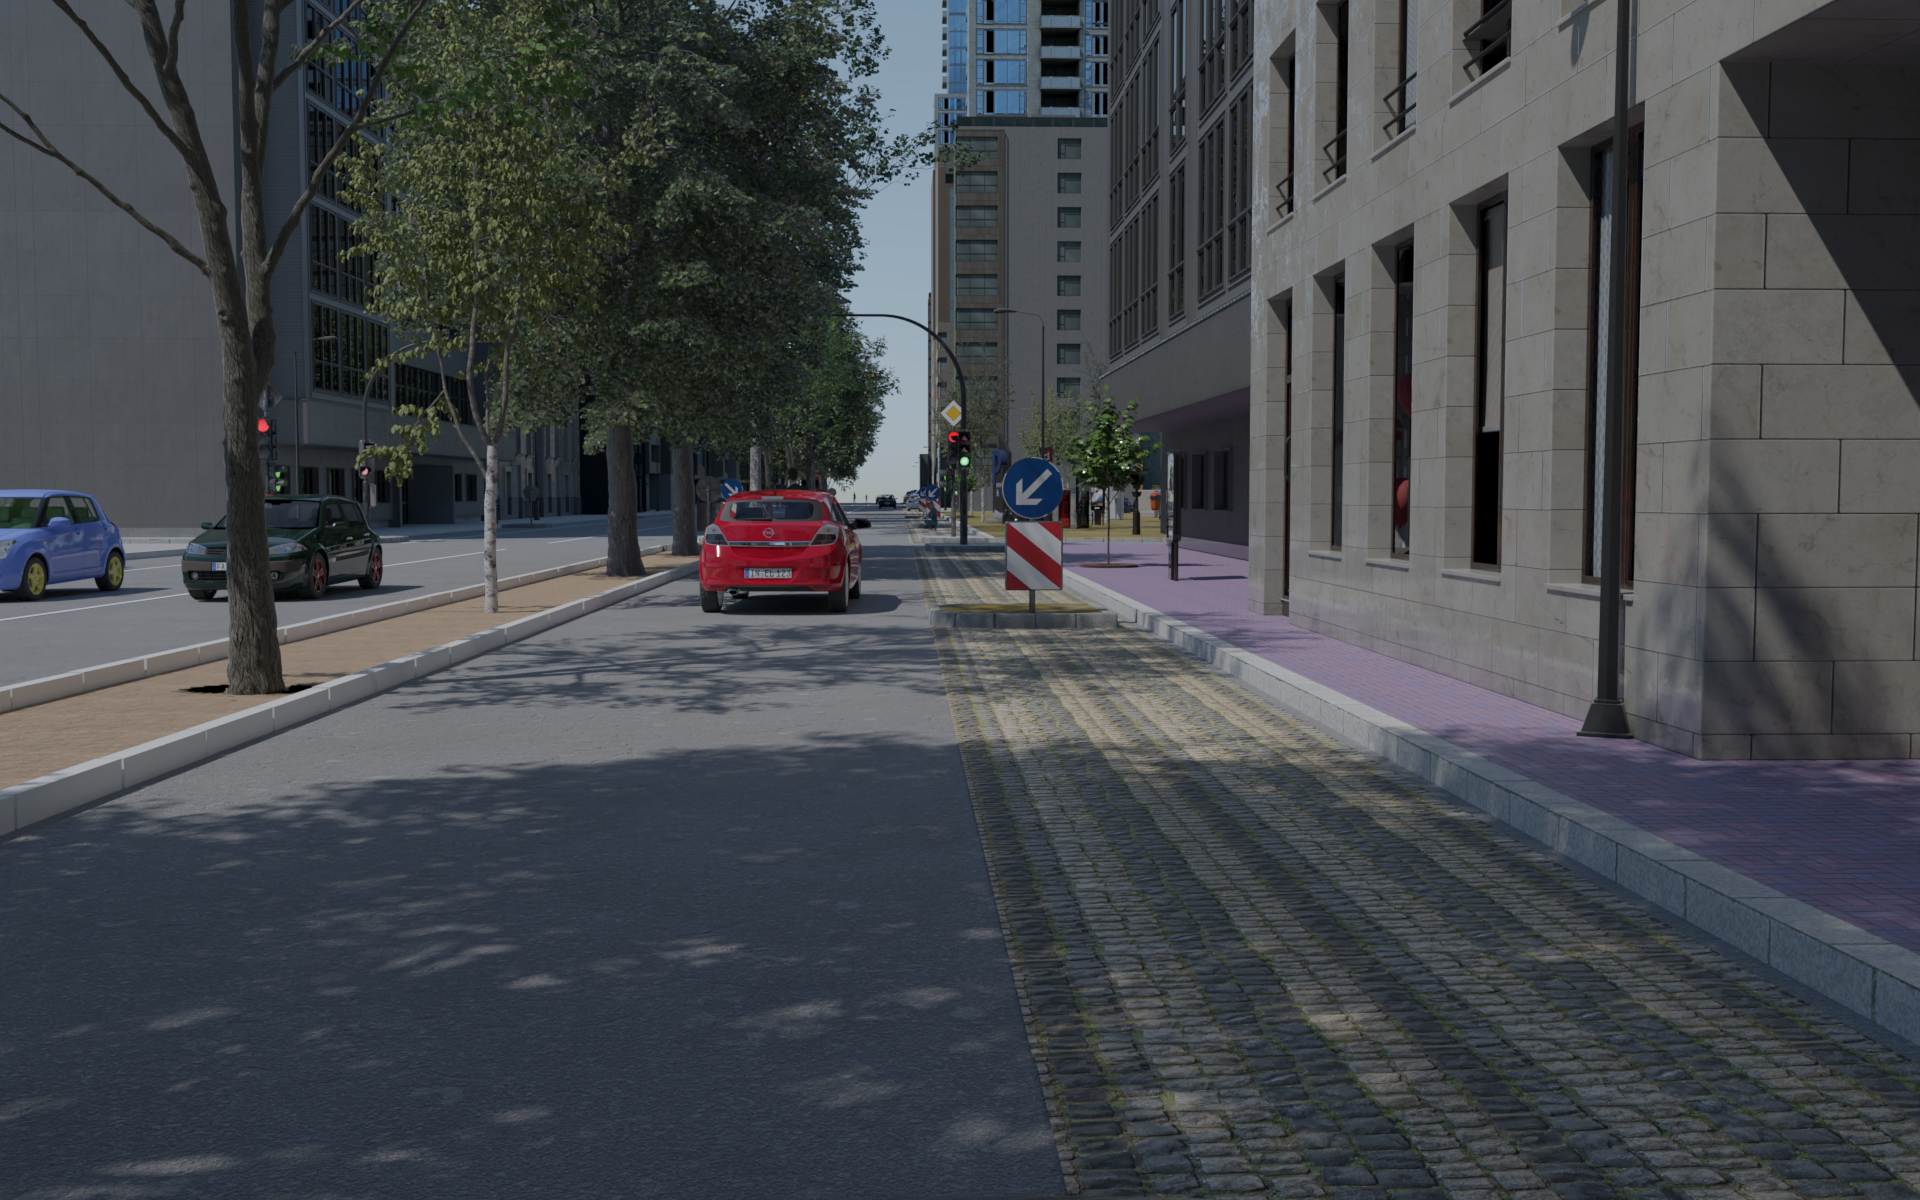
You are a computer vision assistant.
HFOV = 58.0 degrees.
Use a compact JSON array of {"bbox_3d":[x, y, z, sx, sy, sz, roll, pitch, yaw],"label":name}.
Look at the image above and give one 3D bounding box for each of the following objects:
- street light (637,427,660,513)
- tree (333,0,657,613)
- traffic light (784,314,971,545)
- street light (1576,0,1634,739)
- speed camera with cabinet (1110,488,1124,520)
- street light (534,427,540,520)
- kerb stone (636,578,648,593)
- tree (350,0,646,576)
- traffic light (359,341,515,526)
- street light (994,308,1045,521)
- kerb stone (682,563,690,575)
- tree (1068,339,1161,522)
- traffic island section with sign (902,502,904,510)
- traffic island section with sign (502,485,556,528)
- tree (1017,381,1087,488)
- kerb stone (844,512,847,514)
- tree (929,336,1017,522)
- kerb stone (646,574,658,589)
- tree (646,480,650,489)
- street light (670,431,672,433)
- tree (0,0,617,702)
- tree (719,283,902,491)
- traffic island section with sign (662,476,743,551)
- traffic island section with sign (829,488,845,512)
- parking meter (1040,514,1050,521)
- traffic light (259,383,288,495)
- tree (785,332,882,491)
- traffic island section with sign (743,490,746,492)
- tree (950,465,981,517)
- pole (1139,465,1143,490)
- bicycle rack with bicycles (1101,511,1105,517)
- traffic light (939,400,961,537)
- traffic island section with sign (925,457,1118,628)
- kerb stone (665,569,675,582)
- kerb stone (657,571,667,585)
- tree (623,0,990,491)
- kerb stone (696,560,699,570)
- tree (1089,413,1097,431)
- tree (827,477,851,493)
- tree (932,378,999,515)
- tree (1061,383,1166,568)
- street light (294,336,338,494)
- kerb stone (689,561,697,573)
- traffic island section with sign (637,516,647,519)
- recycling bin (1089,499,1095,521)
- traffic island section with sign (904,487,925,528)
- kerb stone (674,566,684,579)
[{"bbox_3d":[-21.468,-8.949,118.855,1.470,5.913,1.316,0,4,-2],"label":"street light"},{"bbox_3d":[-5.664,-4.154,20.738,4.737,8.622,4.395,0,3,0],"label":"tree"},{"bbox_3d":[-2.017,-4.221,43.675,4.771,5.953,1.251,0,4,-2],"label":"traffic light"},{"bbox_3d":[2.907,-2.232,9.037,1.470,5.913,1.316,0,4,-2],"label":"street light"},{"bbox_3d":[7.763,-5.648,86.682,0.660,3.252,2.038,1,4,15],"label":"speed camera with cabinet"},{"bbox_3d":[-20.263,-6.876,84.968,1.470,5.913,1.316,0,4,-2],"label":"street light"},{"bbox_3d":[-4.726,-0.192,25.327,0.120,0.150,1.000,0,4,-2],"label":"kerb stone"},{"bbox_3d":[-5.847,-7.382,29.808,9.857,13.997,8.962,0,3,0],"label":"tree"},{"bbox_3d":[-15.474,-4.690,51.351,4.771,5.953,1.251,0,4,-2],"label":"traffic light"},{"bbox_3d":[1.542,-4.340,43.494,1.470,5.913,1.316,0,4,-2],"label":"street light"},{"bbox_3d":[-4.908,-0.506,30.465,0.120,0.150,1.000,0,4,-2],"label":"kerb stone"},{"bbox_3d":[6.758,-7.833,78.436,4.360,8.622,3.978,0,3,0],"label":"tree"},{"bbox_3d":[-2.226,-5.628,100.641,1.989,1.847,2.006,0,4,-2],"label":"traffic island section with sign"},{"bbox_3d":[-18.407,-4.006,74.124,1.989,1.847,2.006,0,4,-2],"label":"traffic island section with sign"},{"bbox_3d":[5.484,-10.012,114.052,4.737,8.622,4.395,0,3,0],"label":"tree"},{"bbox_3d":[-8.259,-6.303,125.262,0.120,0.150,1.000,0,4,-2],"label":"kerb stone"},{"bbox_3d":[0.859,-7.915,79.773,4.360,8.622,3.978,0,3,0],"label":"tree"},{"bbox_3d":[-4.761,-0.254,26.351,0.120,0.150,1.000,0,4,-2],"label":"kerb stone"},{"bbox_3d":[-23.298,-7.947,124.537,1.663,3.219,1.824,0,3,0],"label":"tree"},{"bbox_3d":[-21.760,-9.483,127.590,1.470,5.913,1.316,0,4,-2],"label":"street light"},{"bbox_3d":[-5.177,-5.138,12.226,9.928,11.665,9.643,0,3,0],"label":"tree"},{"bbox_3d":[-7.803,-10.404,89.563,9.611,12.733,9.660,0,3,0],"label":"tree"},{"bbox_3d":[-6.454,-2.194,44.013,2.006,1.907,1.989,0,4,-2],"label":"traffic island section with sign"},{"bbox_3d":[-9.374,-7.240,126.507,2.006,1.907,1.989,0,4,-2],"label":"traffic island section with sign"},{"bbox_3d":[2.747,-3.072,55.938,0.255,1.863,0.399,0,4,-5],"label":"parking meter"},{"bbox_3d":[-17.279,-3.324,43.262,0.839,4.253,0.868,0,4,-2],"label":"traffic light"},{"bbox_3d":[-8.294,-10.863,98.188,7.486,12.596,7.792,0,3,0],"label":"tree"},{"bbox_3d":[-22.107,-10.378,178.312,1.989,1.847,2.006,0,4,-2],"label":"traffic island section with sign"},{"bbox_3d":[0.116,-6.417,99.525,1.663,3.219,1.824,0,3,0],"label":"tree"},{"bbox_3d":[10.624,-6.599,101.739,0.158,3.312,0.155,0,3,0],"label":"pole"},{"bbox_3d":[7.032,-4.986,94.900,2.852,0.926,2.925,-2,4,-35],"label":"bicycle rack with bicycles"},{"bbox_3d":[-0.212,-3.850,51.870,0.839,4.253,0.868,0,4,-2],"label":"traffic light"},{"bbox_3d":[0.650,-0.653,19.304,1.989,1.847,2.006,0,4,-2],"label":"traffic island section with sign"},{"bbox_3d":[-4.841,-0.380,28.408,0.120,0.150,1.000,0,4,-2],"label":"kerb stone"},{"bbox_3d":[-4.802,-0.316,27.372,0.120,0.150,1.000,0,4,-2],"label":"kerb stone"},{"bbox_3d":[-5.721,-12.197,57.767,12.611,20.169,13.585,0,3,0],"label":"tree"},{"bbox_3d":[-4.993,-0.627,32.513,0.120,0.150,1.000,0,4,-2],"label":"kerb stone"},{"bbox_3d":[7.670,-10.395,120.328,4.737,8.622,4.395,0,3,0],"label":"tree"},{"bbox_3d":[-9.507,-10.539,125.128,4.360,8.622,3.978,0,3,0],"label":"tree"},{"bbox_3d":[0.496,-9.620,107.651,4.737,8.622,4.395,0,3,0],"label":"tree"},{"bbox_3d":[2.565,-2.194,30.476,1.663,3.219,1.824,0,3,0],"label":"tree"},{"bbox_3d":[-18.998,-4.804,51.083,1.470,5.913,1.316,0,4,-2],"label":"street light"},{"bbox_3d":[-4.943,-0.569,31.492,0.120,0.150,1.000,0,4,-2],"label":"kerb stone"},{"bbox_3d":[-19.371,-5.662,101.205,1.989,1.847,2.006,0,4,-2],"label":"traffic island section with sign"},{"bbox_3d":[6.146,-4.320,83.188,0.722,1.027,0.722,1,4,13],"label":"recycling bin"},{"bbox_3d":[-1.268,-3.980,73.703,1.989,1.847,2.006,0,4,-2],"label":"traffic island section with sign"},{"bbox_3d":[-4.862,-0.442,29.432,0.120,0.150,1.000,0,4,-2],"label":"kerb stone"}]
